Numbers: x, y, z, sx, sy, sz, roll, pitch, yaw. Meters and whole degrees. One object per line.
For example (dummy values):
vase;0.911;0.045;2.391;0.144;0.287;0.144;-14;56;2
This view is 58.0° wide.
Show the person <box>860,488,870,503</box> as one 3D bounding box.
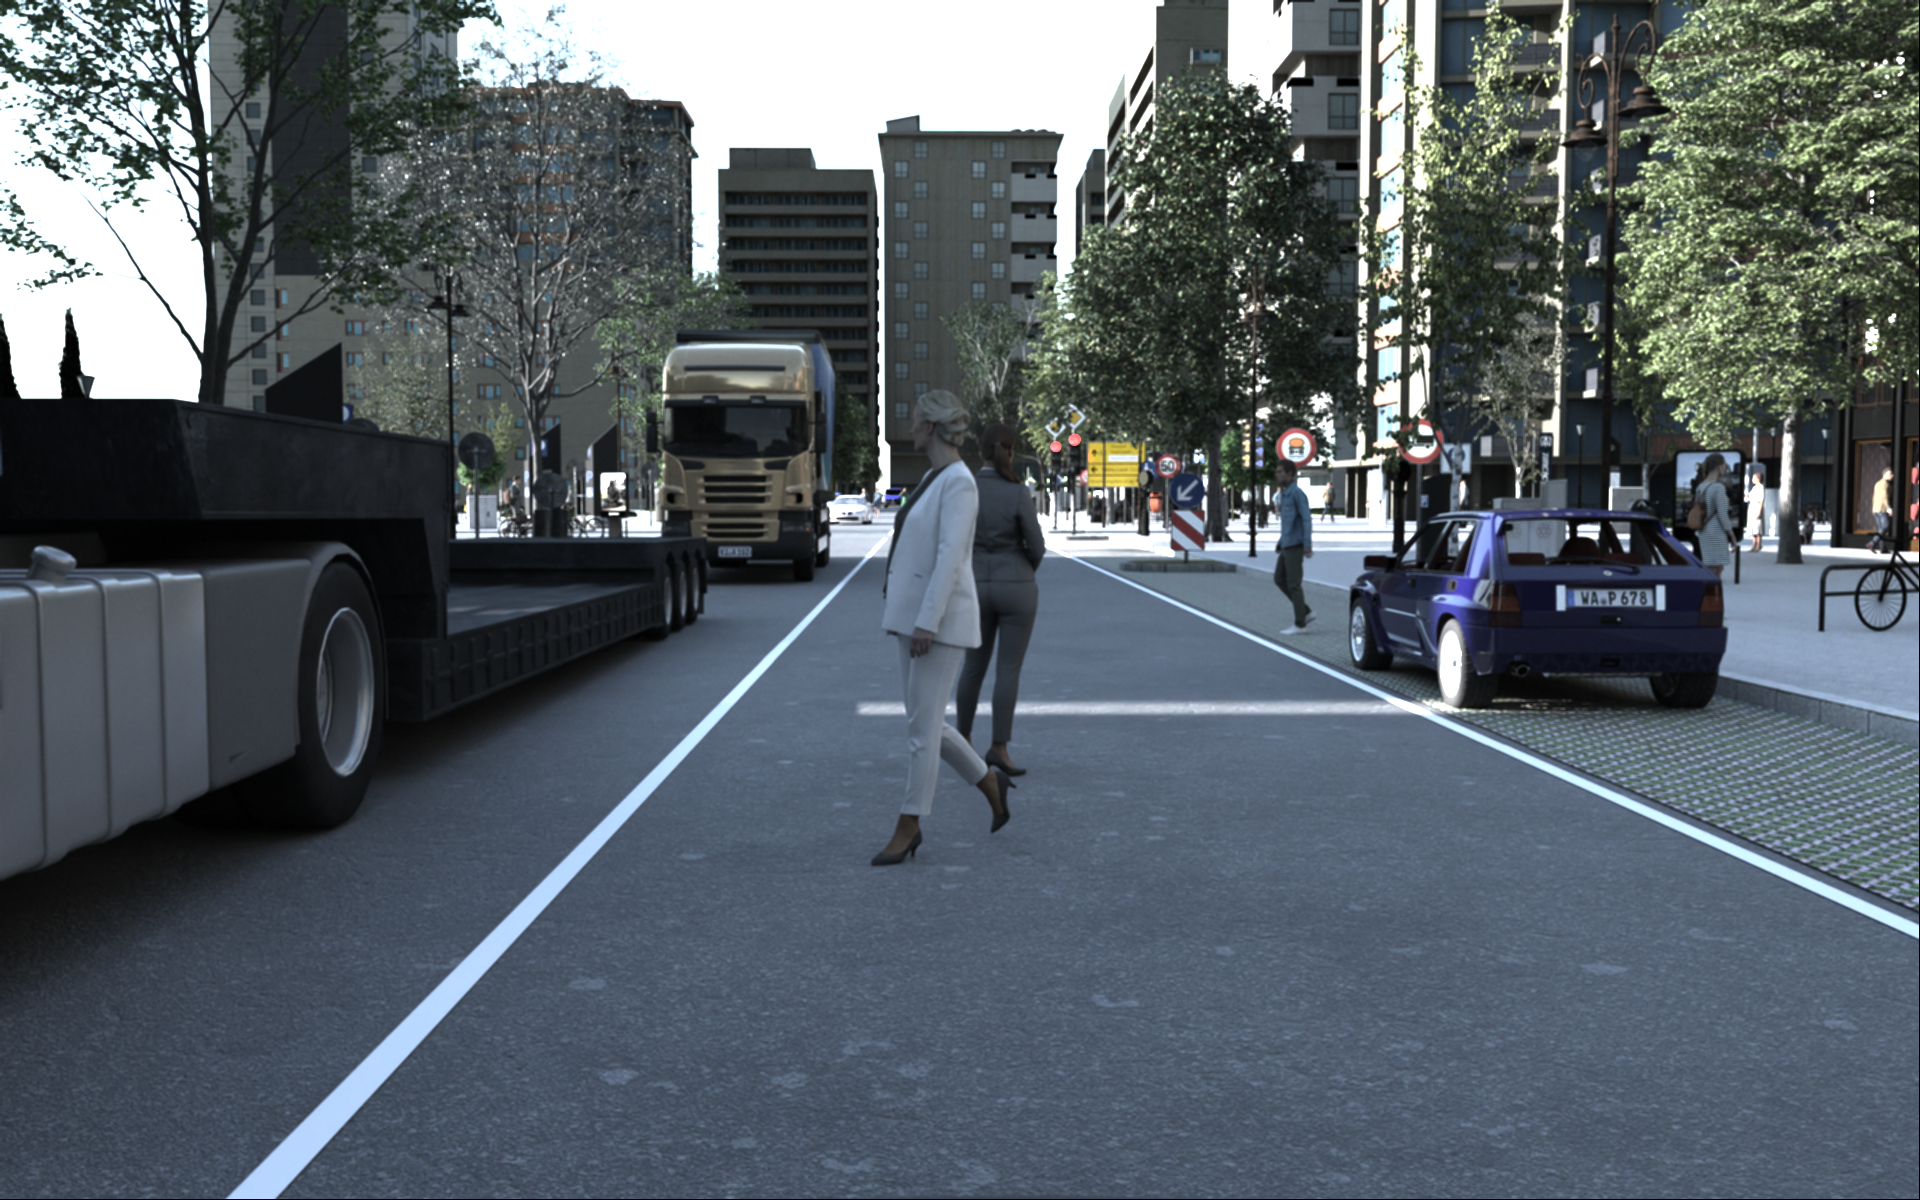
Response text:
person;-5.714;-5.786;103.500;0.661;1.777;0.834;0;4;8

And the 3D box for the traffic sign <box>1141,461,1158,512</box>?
traffic sign;7.223;-4.053;66.380;0.768;2.556;0.104;0;4;4

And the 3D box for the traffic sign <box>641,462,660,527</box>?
traffic sign;-12.168;-4.162;68.149;0.768;2.556;0.104;0;3;0

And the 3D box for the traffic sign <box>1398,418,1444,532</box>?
traffic sign;7.760;-1.783;29.252;0.768;2.556;0.104;0;4;6

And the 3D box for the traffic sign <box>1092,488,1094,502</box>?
traffic sign;9.141;-7.275;119.049;0.768;2.556;0.104;0;4;5

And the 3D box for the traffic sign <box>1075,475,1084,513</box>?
traffic sign;7.951;-7.097;116.143;0.768;2.556;0.104;0;4;3

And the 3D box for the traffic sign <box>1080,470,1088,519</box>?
traffic sign;6.597;-5.475;89.620;0.768;2.556;0.104;0;4;5

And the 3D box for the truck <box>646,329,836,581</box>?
truck;-3.698;-2.627;31.862;2.839;4.237;11.283;0;4;-2

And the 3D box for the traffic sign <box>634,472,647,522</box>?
traffic sign;-14.660;-4.736;79.570;0.606;2.300;0.079;0;4;5

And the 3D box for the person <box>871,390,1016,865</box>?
person;-0.042;0.090;6.902;0.818;1.842;0.514;-3;4;-37

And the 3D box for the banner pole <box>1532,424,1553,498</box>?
banner pole;20.838;-4.412;62.161;0.863;3.779;0.401;0;4;8

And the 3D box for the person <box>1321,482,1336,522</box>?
person;16.793;-4.471;79.059;0.656;1.842;0.836;-3;5;-39

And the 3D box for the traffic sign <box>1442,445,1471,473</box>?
traffic sign;10.060;-2.023;35.209;0.606;2.300;0.079;0;4;1

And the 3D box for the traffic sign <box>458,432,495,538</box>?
traffic sign;-9.933;-2.170;35.589;0.768;2.556;0.104;0;4;0

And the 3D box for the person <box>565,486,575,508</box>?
person;-23.091;-5.883;102.622;0.661;1.777;0.834;1;4;15

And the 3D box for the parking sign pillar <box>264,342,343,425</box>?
parking sign pillar;-11.600;-2.577;30.606;1.447;3.967;1.447;-2;4;-31

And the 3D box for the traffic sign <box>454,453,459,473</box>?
traffic sign;-14.698;-3.021;49.493;0.768;2.556;0.104;0;4;0

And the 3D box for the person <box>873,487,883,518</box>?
person;-4.825;-5.727;102.153;0.581;1.822;0.654;0;4;7

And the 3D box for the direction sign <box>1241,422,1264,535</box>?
direction sign;9.118;-3.792;53.998;0.379;3.537;0.876;-3;5;-40

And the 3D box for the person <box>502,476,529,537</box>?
person;-13.346;-2.807;51.900;0.822;1.834;0.622;-1;4;-22

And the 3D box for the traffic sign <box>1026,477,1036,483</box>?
traffic sign;5.362;-8.012;130.722;0.795;2.593;0.064;0;4;3

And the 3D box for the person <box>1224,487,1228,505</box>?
person;19.773;-7.547;129.544;0.694;1.812;0.767;0;4;7

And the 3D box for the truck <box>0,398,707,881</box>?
truck;-3.900;-1.263;10.403;2.967;4.110;18.799;0;4;-1

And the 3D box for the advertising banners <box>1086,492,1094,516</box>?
advertising banners;8.061;-6.424;101.224;0.090;3.025;2.074;-2;4;-35

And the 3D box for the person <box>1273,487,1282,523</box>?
person;14.168;-4.226;76.943;0.589;1.601;0.330;-1;4;-23

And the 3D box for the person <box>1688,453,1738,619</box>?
person;7.710;-0.654;17.743;0.522;1.701;0.512;-1;4;-8

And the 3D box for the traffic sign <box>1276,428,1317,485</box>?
traffic sign;6.466;-2.034;33.366;0.768;2.556;0.104;0;4;6

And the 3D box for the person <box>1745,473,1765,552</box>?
person;17.601;-1.948;38.460;0.524;1.755;0.480;0;4;-1

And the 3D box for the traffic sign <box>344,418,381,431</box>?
traffic sign;-9.997;-1.761;28.894;0.768;2.556;0.104;0;4;4

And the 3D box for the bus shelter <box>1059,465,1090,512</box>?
bus shelter;8.207;-7.880;122.757;2.014;3.302;5.546;0;4;-1

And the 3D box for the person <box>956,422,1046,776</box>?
person;0.210;-0.007;8.886;0.520;1.790;0.573;1;4;14

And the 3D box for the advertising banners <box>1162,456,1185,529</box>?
advertising banners;8.050;-4.197;64.814;0.090;3.025;2.074;2;4;32

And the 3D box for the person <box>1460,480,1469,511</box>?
person;18.956;-3.617;65.370;0.473;1.802;0.592;3;5;43

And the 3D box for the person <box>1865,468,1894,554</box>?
person;19.679;-1.894;36.928;0.836;1.842;0.656;-2;4;-25

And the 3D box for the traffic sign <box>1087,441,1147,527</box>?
traffic sign;6.025;-4.450;66.625;2.265;3.308;0.079;0;4;5

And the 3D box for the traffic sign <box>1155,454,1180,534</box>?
traffic sign;6.594;-3.361;55.061;0.768;2.556;0.104;0;4;7

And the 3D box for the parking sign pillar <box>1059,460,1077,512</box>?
parking sign pillar;7.936;-8.452;126.664;1.447;3.967;1.447;0;4;3

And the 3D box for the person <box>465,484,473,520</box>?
person;-24.379;-4.878;86.015;0.699;1.804;1.509;0;4;-5

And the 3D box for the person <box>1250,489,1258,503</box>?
person;18.747;-6.392;110.648;0.679;1.850;0.850;3;4;36

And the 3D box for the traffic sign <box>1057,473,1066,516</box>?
traffic sign;5.992;-6.261;102.477;0.768;2.556;0.104;0;4;7

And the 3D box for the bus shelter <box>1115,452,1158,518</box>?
bus shelter;9.034;-6.932;90.974;2.179;5.291;8.768;0;4;-1

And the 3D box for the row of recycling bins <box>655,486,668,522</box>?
row of recycling bins;-12.500;-4.312;77.617;1.069;1.692;3.534;-3;5;-44

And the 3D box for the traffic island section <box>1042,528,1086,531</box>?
traffic island section;3.462;-2.469;62.653;2.009;0.180;2.903;0;4;-1

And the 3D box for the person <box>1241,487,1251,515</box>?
person;17.790;-6.148;107.052;0.782;1.767;0.515;2;4;28

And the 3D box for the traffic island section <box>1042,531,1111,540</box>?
traffic island section;3.607;-1.981;54.669;2.009;0.180;2.903;0;4;-1

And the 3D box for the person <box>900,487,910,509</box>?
person;-2.935;-5.165;93.201;0.600;1.795;0.529;0;4;5

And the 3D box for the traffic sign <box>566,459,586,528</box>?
traffic sign;-13.902;-3.828;62.694;0.768;2.556;0.104;0;4;8

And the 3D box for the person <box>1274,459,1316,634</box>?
person;3.421;-0.537;17.629;0.444;1.785;0.601;0;4;6

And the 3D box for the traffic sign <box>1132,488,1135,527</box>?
traffic sign;6.778;-4.132;67.659;0.768;2.556;0.104;0;4;2
